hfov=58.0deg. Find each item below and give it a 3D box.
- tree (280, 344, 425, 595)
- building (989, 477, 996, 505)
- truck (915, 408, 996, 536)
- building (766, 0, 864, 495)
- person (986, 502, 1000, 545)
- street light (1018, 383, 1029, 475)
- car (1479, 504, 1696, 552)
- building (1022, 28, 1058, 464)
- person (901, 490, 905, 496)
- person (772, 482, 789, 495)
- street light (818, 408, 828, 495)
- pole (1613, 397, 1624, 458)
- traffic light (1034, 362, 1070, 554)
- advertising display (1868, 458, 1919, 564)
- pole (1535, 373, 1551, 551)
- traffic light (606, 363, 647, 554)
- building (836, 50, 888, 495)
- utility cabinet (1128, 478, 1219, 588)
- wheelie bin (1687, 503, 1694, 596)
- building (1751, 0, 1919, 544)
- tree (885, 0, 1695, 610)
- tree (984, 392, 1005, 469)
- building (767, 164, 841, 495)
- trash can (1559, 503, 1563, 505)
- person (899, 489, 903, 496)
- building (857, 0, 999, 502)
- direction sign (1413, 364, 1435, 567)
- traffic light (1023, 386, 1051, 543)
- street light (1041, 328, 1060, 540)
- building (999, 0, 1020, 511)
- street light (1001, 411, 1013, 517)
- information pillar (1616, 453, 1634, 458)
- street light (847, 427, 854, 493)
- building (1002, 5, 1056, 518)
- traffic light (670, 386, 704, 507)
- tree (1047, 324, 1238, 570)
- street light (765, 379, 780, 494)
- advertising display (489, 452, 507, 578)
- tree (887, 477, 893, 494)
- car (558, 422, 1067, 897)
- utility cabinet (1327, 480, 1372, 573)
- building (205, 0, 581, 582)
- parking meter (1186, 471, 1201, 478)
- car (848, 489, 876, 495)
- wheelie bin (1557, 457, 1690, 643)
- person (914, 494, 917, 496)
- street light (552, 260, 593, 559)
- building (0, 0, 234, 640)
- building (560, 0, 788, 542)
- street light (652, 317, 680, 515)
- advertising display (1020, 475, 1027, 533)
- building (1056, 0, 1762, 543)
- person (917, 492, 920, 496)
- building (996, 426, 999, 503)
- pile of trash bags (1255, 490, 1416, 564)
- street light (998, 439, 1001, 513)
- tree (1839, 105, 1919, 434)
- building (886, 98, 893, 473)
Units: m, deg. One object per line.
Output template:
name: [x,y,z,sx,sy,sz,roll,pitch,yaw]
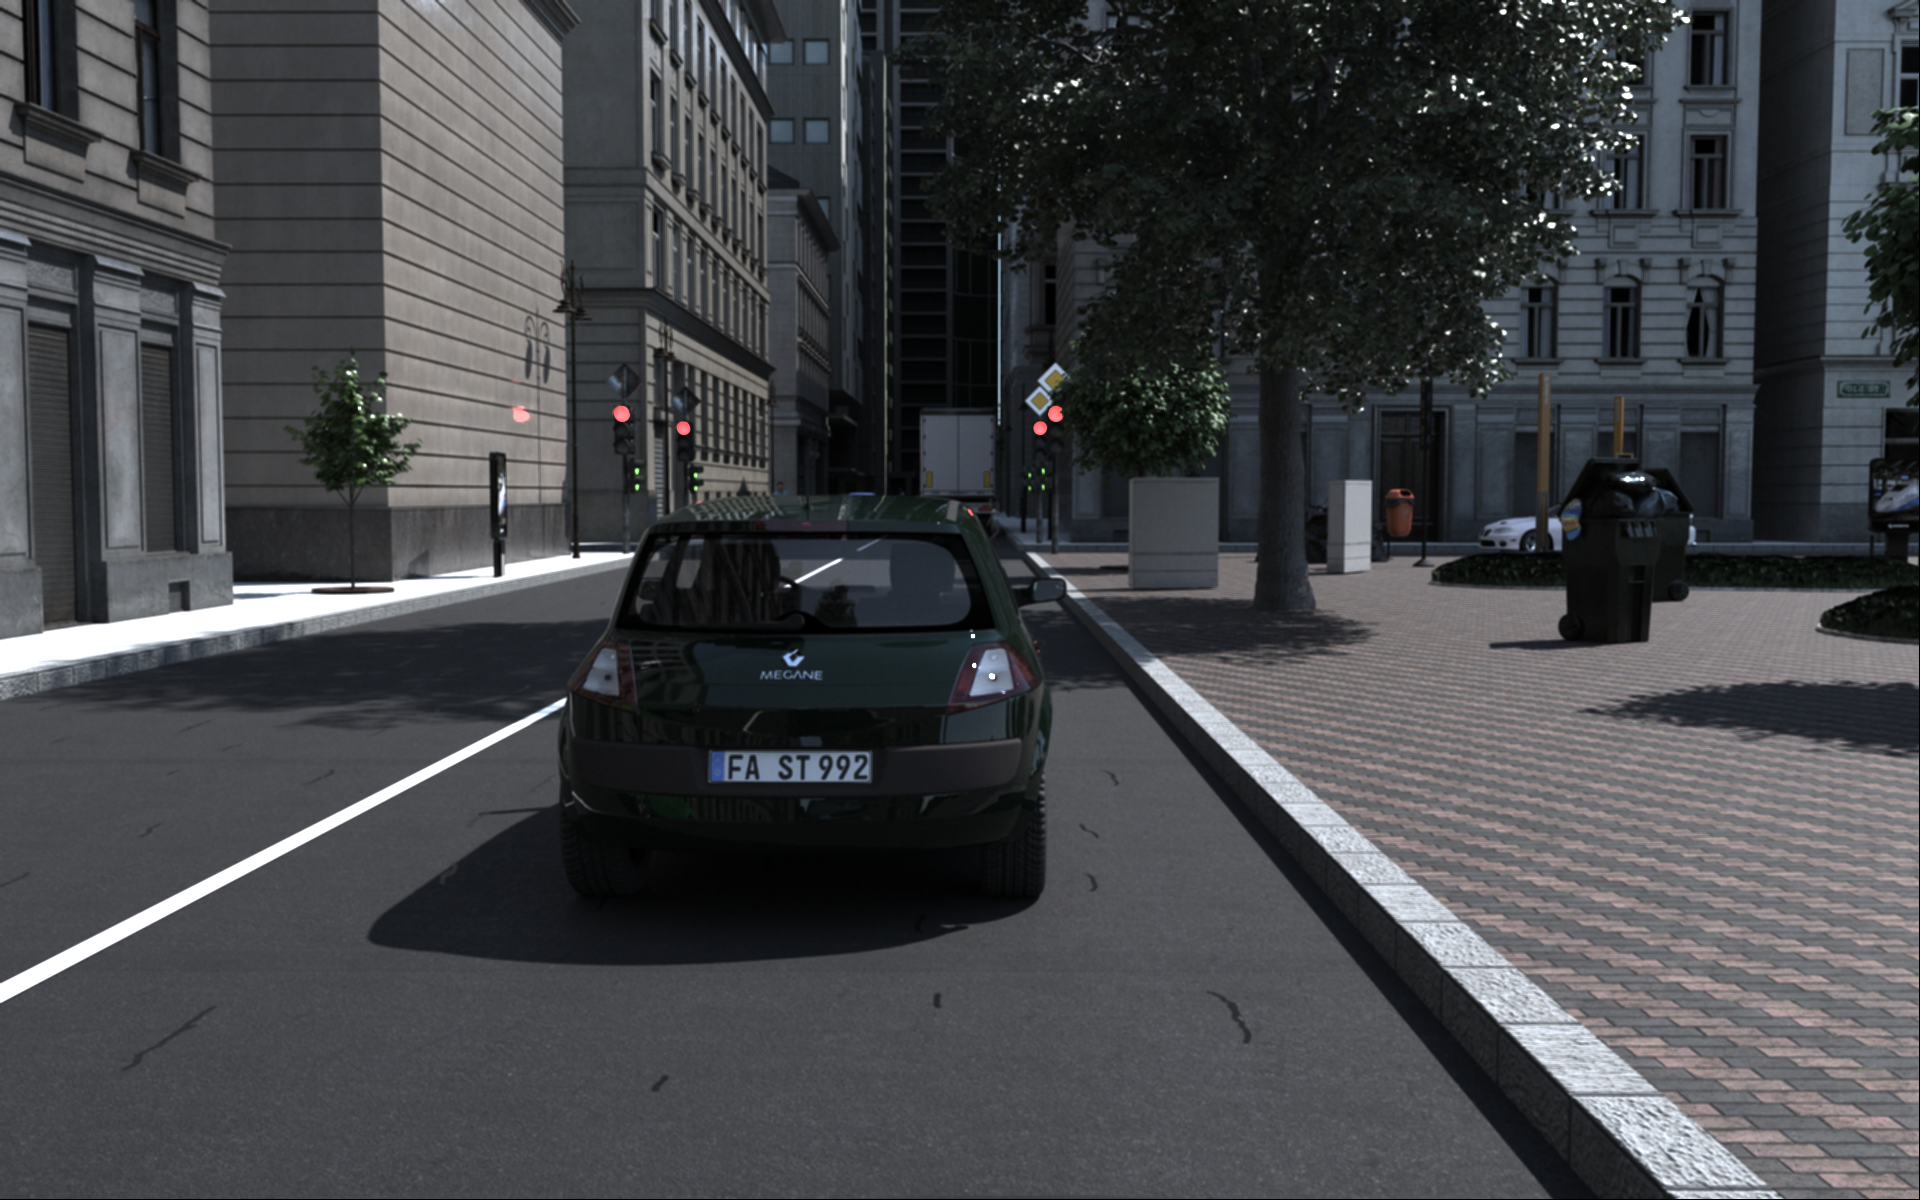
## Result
tree: [-7.860,-1.700,22.400,1.663,3.219,1.824,0,3,0]
building: [19.270,-30.077,183.638,32.217,40.220,23.993,0,4,0]
truck: [-0.204,-4.475,62.084,2.839,4.237,11.283,0,4,-1]
building: [-21.570,-33.269,133.184,28.713,52.752,27.495,0,4,0]
person: [0.939,-2.159,48.807,0.382,1.210,0.505,0,4,5]
street light: [2.636,-6.082,72.224,0.468,5.910,1.993,0,4,0]
car: [14.506,-1.700,40.155,4.827,1.381,2.083,0,4,-1]
building: [9.902,-15.519,72.823,14.460,24.649,34.723,0,4,0]
person: [-5.455,-9.354,161.306,0.599,1.838,0.709,3,4,36]
person: [-5.721,-2.876,55.544,0.660,1.820,0.620,-1,4,-21]
street light: [-7.366,-7.364,93.188,0.468,5.910,1.993,0,4,0]
pole: [13.798,-2.599,36.336,0.158,3.312,0.155,0,3,0]
traffic light: [2.017,-2.942,37.020,0.839,4.253,0.868,0,4,0]
advertising display: [16.793,-1.578,31.019,0.974,1.923,0.123,0,4,4]
pole: [9.900,-2.175,29.405,0.158,3.312,0.155,0,3,0]
traffic light: [-7.144,-2.943,37.041,0.839,4.253,0.868,0,4,0]
building: [-13.898,-28.835,155.043,14.154,41.232,14.086,0,4,0]
utility cabinet: [2.892,-0.906,23.484,1.173,1.500,0.318,0,4,-8]
wheelie bin: [8.423,-0.799,20.973,0.693,1.594,0.980,0,4,-3]
building: [43.774,-16.846,51.841,44.131,29.872,17.030,0,4,0]
tree: [3.615,-6.865,18.897,9.857,13.997,8.962,0,3,0]
tree: [3.653,-10.607,123.780,4.360,8.622,3.978,0,3,0]
building: [-13.226,-14.932,95.055,10.553,20.767,40.483,0,4,0]
trash can: [10.211,-1.027,28.443,0.748,1.137,0.748,0,3,0]
person: [-4.349,-7.184,126.040,0.705,1.814,1.350,-1,4,-20]
building: [-5.477,-47.332,212.131,20.611,71.187,20.563,0,4,0]
direction sign: [8.219,-2.361,30.592,0.379,3.537,0.876,0,4,4]
traffic light: [2.050,-3.430,45.005,0.839,4.253,0.868,0,4,0]
street light: [2.527,-4.628,48.449,0.468,5.910,1.993,0,4,0]
building: [10.052,-27.529,133.699,14.154,41.232,14.086,0,4,0]
street light: [2.679,-7.536,96.000,0.468,5.910,1.993,0,4,0]
information pillar: [11.983,-1.639,31.286,0.304,2.012,0.304,1,4,21]
street light: [-7.368,-8.818,116.963,0.468,5.910,1.993,0,4,0]
building: [8.439,-20.024,104.878,11.434,29.767,29.804,0,4,0]
traffic light: [-7.112,-3.432,45.026,0.839,4.253,0.868,0,4,0]
tree: [3.127,-2.818,29.786,4.285,4.588,4.351,0,3,0]
street light: [-7.511,-5.910,69.413,0.468,5.910,1.993,0,4,0]
advertising display: [-7.176,-1.329,26.946,0.123,1.923,0.974,0,4,-7]
tree: [-7.004,-10.503,166.319,1.663,3.219,1.824,0,3,0]
car: [-0.515,0.136,7.560,2.009,1.686,4.222,0,4,1]
utility cabinet: [6.322,-1.191,28.151,0.318,1.500,1.173,2,4,34]
building: [-20.341,-14.245,30.164,25.104,27.353,12.463,0,4,0]
parking meter: [5.975,-2.363,44.344,0.255,1.863,0.399,2,4,33]
car: [-4.189,-3.937,73.963,1.945,1.707,3.694,0,4,2]
wheelie bin: [5.711,-0.441,15.126,0.980,1.594,0.693,-2,4,-30]
person: [-4.967,-10.873,189.463,0.799,1.438,0.628,1,4,21]
street light: [-7.651,-3.766,34.362,0.468,5.910,1.993,0,4,0]
building: [-13.125,-9.869,10.513,9.793,20.994,18.267,0,4,0]
building: [-15.464,-13.837,59.515,16.112,22.955,30.059,0,4,0]
street light: [-7.662,-4.434,45.277,0.468,5.910,1.993,0,4,0]
advertising display: [2.112,-3.205,57.607,0.123,1.923,0.974,0,4,-4]
building: [11.822,-12.244,49.344,18.267,20.994,9.793,0,4,0]
person: [-4.696,-11.457,196.735,0.541,1.710,0.530,-2,4,-34]
building: [14.732,-51.506,154.798,22.319,86.520,31.000,0,4,0]
pile of trash bags: [7.443,-1.439,33.277,3.447,1.369,1.912,-2,4,-34]
street light: [2.849,-8.991,119.795,0.468,5.910,1.993,0,4,0]
tree: [7.443,-1.677,11.135,4.285,4.588,4.351,0,3,0]
building: [-22.654,-34.527,184.131,30.456,49.044,23.786,0,4,0]
